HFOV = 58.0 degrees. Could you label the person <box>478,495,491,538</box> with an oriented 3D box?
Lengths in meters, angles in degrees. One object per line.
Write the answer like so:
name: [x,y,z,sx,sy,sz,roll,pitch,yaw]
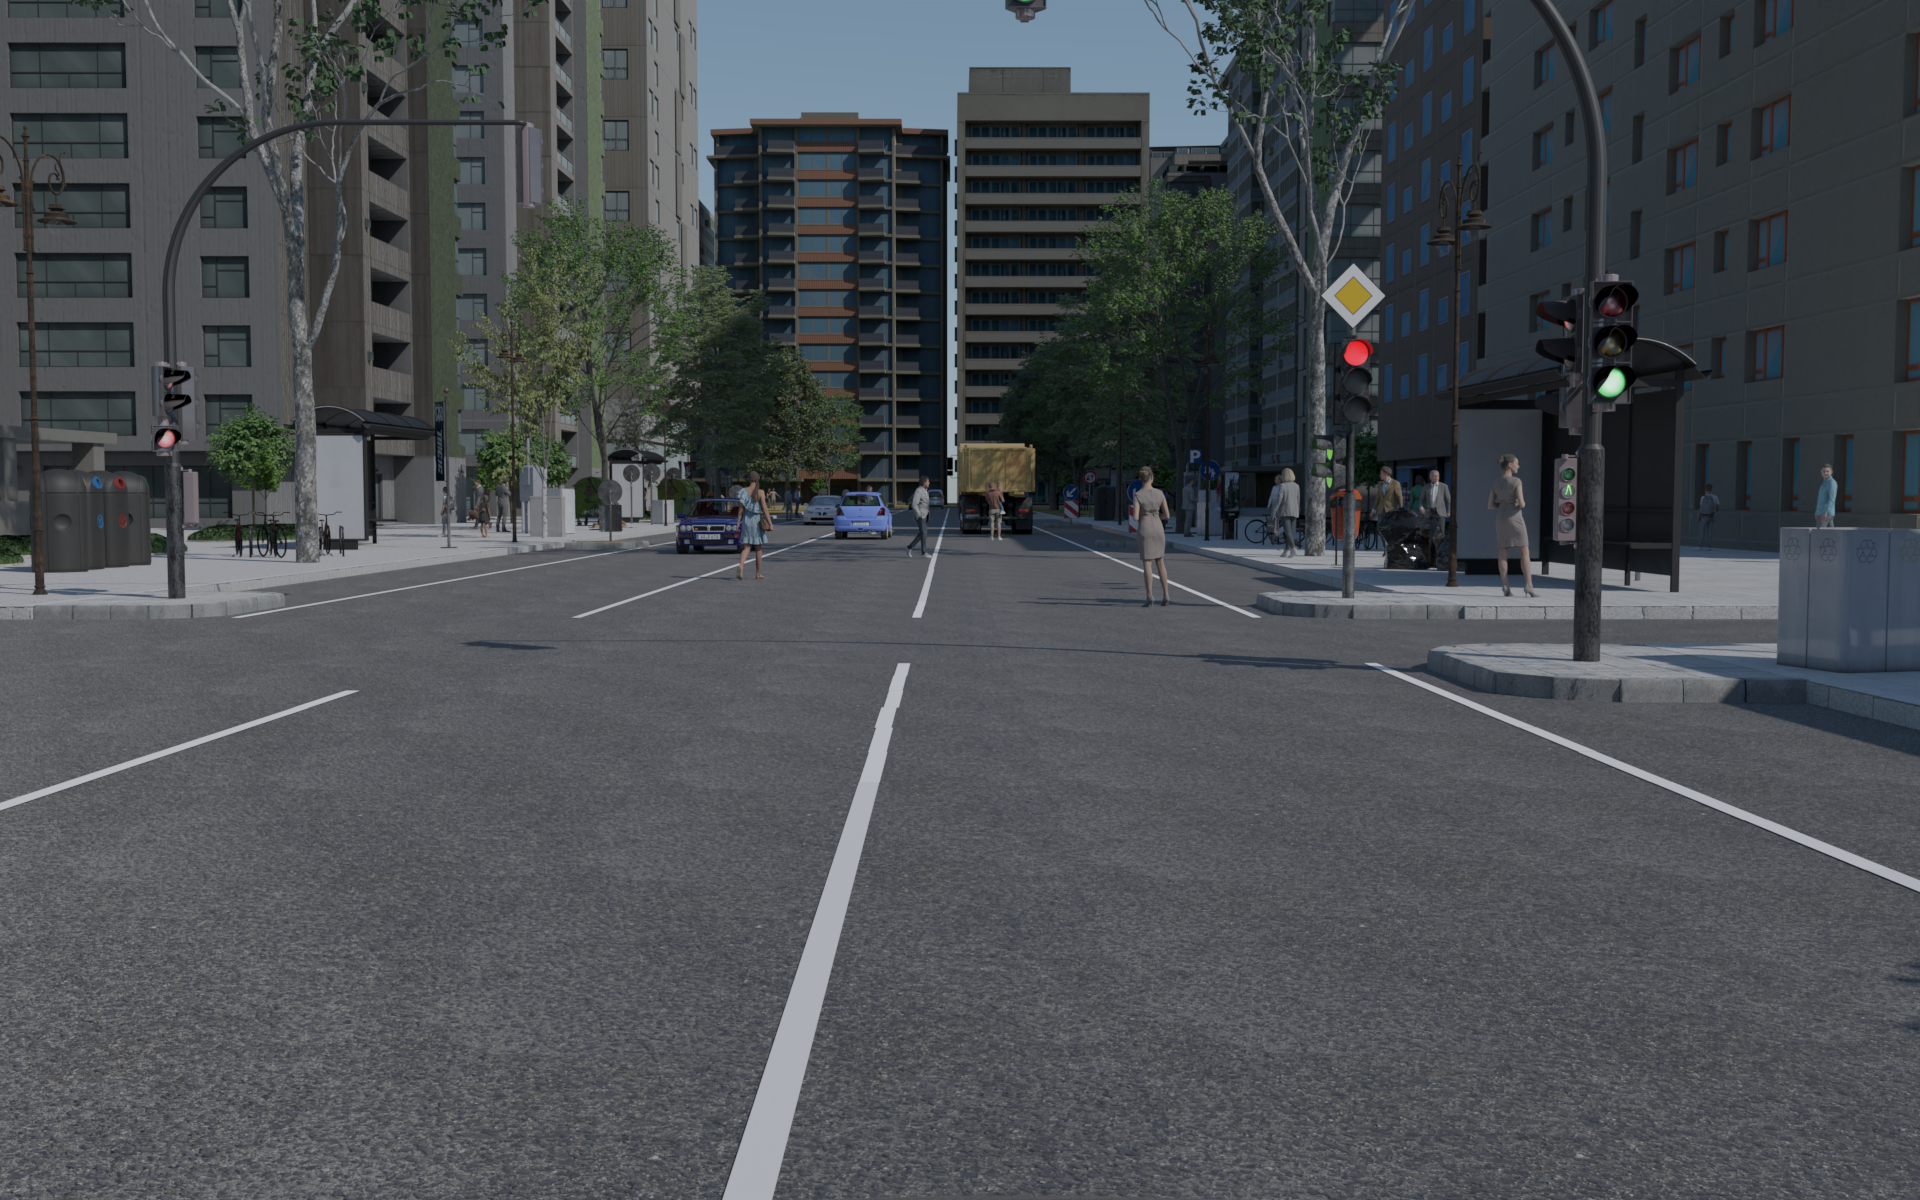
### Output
person: [-14.004,-2.463,50.990,0.362,1.253,0.373,1,4,14]

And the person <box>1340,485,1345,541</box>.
person: [10.525,-2.498,47.062,0.590,1.801,0.661,-2,4,-33]

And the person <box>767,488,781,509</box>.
person: [-15.782,-8.584,146.385,1.348,1.824,0.705,-2,4,-33]

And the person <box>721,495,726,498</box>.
person: [-14.621,-5.911,105.883,0.628,1.438,0.799,3,5,45]

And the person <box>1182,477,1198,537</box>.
person: [6.922,-2.783,51.737,0.583,1.804,0.606,-1,4,-22]

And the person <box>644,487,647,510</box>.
person: [-20.857,-6.572,114.213,0.721,1.735,1.217,-1,4,-22]

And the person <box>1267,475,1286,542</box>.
person: [8.638,-2.479,46.802,0.641,1.798,0.478,-2,4,-26]

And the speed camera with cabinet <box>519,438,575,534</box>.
speed camera with cabinet: [-13.282,-3.755,55.723,2.038,3.252,0.660,3,4,36]

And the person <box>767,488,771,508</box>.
person: [-17.274,-9.222,156.833,0.705,1.822,1.348,1,4,12]

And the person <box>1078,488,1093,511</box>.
person: [9.725,-7.789,134.101,1.217,1.736,0.721,2,4,28]

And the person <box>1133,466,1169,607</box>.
person: [2.413,-0.803,21.966,0.599,1.781,0.374,-1,4,-21]

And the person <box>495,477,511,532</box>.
person: [-15.390,-3.215,58.410,0.655,1.846,0.447,2,4,35]

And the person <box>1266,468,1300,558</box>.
person: [6.561,-1.755,34.917,0.709,1.800,0.728,-2,4,-24]

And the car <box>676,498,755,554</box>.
car: [-5.921,-1.842,42.703,1.945,1.354,3.894,0,4,0]

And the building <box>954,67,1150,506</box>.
building: [10.161,-35.292,200.722,21.600,48.544,21.300,0,4,0]

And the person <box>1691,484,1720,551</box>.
person: [16.894,-1.870,39.212,0.503,1.515,0.523,-2,4,-32]

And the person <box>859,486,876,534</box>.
person: [-3.269,-3.216,61.836,0.466,1.731,0.760,3,4,38]

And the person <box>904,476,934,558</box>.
person: [-0.932,-1.862,38.792,0.795,1.843,0.661,1,4,21]

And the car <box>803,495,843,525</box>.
car: [-6.223,-4.202,81.062,2.083,1.381,4.827,0,4,1]

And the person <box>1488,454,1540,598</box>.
person: [6.917,-0.932,21.619,0.374,1.781,0.599,-3,4,-37]

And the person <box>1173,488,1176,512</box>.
person: [15.856,-7.349,126.654,0.568,1.767,0.683,1,4,9]

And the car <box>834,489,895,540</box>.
car: [-3.088,-2.821,55.711,1.945,1.707,3.694,0,4,0]

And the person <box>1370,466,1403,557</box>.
person: [8.661,-1.787,35.168,0.656,1.842,0.836,1,4,18]

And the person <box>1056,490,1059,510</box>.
person: [7.752,-8.085,138.952,0.721,1.735,1.217,1,4,16]

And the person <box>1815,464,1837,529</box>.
person: [16.105,-1.599,32.048,0.748,1.841,0.638,2,4,30]

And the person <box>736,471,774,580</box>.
person: [-3.438,-1.243,28.923,0.616,1.811,0.778,1,4,21]

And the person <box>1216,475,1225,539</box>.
person: [7.598,-2.663,49.561,0.580,1.828,0.573,0,4,-1]

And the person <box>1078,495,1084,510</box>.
person: [9.673,-7.959,139.407,0.697,1.427,0.421,-2,4,-27]

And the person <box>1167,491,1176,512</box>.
person: [12.530,-5.997,104.926,1.217,1.723,0.721,-1,4,-11]

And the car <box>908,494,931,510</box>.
car: [-3.731,-8.916,157.571,2.131,1.459,4.920,0,4,1]

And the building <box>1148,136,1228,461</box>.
building: [28.019,-31.422,197.340,14.086,41.232,14.154,0,4,0]

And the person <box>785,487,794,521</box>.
person: [-9.253,-5.197,93.570,0.391,1.810,0.635,-3,5,-40]

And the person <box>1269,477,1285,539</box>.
person: [9.125,-2.643,49.504,0.529,1.795,0.600,1,4,19]

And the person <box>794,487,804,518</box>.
person: [-9.535,-5.780,102.879,0.599,1.838,0.709,0,4,-1]

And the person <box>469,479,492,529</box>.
person: [-17.447,-3.487,63.024,0.822,1.834,0.622,-1,4,-16]

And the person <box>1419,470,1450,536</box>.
person: [9.977,-1.830,36.359,0.661,1.777,0.834,1,4,13]

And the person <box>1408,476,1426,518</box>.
person: [12.734,-2.555,48.065,0.600,1.795,0.529,1,4,17]

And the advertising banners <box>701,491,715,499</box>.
advertising banners: [-14.099,-5.993,94.171,2.074,3.025,0.090,-2,4,-35]

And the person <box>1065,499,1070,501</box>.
person: [7.429,-6.572,116.714,0.991,1.433,0.599,-2,4,-33]

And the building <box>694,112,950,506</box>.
building: [-15.551,-33.454,201.597,28.867,44.769,22.147,0,4,0]

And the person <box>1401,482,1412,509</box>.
person: [15.621,-3.304,60.900,0.563,1.720,0.643,2,4,29]

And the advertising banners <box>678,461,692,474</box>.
advertising banners: [-14.555,-5.847,91.786,0.090,3.025,2.074,1,4,12]

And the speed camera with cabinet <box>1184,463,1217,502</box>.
speed camera with cabinet: [10.028,-4.788,72.613,0.660,3.252,2.038,-1,4,-21]

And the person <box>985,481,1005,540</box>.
person: [1.132,-2.779,53.910,0.580,1.828,0.573,-3,4,-37]

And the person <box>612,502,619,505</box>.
person: [-13.756,-3.775,68.362,0.593,1.750,0.643,1,4,15]

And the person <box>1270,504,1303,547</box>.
person: [7.952,-2.217,42.172,0.818,1.842,0.514,1,4,17]

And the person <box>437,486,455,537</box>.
person: [-15.385,-2.641,51.817,0.523,1.515,0.503,-1,4,-18]
